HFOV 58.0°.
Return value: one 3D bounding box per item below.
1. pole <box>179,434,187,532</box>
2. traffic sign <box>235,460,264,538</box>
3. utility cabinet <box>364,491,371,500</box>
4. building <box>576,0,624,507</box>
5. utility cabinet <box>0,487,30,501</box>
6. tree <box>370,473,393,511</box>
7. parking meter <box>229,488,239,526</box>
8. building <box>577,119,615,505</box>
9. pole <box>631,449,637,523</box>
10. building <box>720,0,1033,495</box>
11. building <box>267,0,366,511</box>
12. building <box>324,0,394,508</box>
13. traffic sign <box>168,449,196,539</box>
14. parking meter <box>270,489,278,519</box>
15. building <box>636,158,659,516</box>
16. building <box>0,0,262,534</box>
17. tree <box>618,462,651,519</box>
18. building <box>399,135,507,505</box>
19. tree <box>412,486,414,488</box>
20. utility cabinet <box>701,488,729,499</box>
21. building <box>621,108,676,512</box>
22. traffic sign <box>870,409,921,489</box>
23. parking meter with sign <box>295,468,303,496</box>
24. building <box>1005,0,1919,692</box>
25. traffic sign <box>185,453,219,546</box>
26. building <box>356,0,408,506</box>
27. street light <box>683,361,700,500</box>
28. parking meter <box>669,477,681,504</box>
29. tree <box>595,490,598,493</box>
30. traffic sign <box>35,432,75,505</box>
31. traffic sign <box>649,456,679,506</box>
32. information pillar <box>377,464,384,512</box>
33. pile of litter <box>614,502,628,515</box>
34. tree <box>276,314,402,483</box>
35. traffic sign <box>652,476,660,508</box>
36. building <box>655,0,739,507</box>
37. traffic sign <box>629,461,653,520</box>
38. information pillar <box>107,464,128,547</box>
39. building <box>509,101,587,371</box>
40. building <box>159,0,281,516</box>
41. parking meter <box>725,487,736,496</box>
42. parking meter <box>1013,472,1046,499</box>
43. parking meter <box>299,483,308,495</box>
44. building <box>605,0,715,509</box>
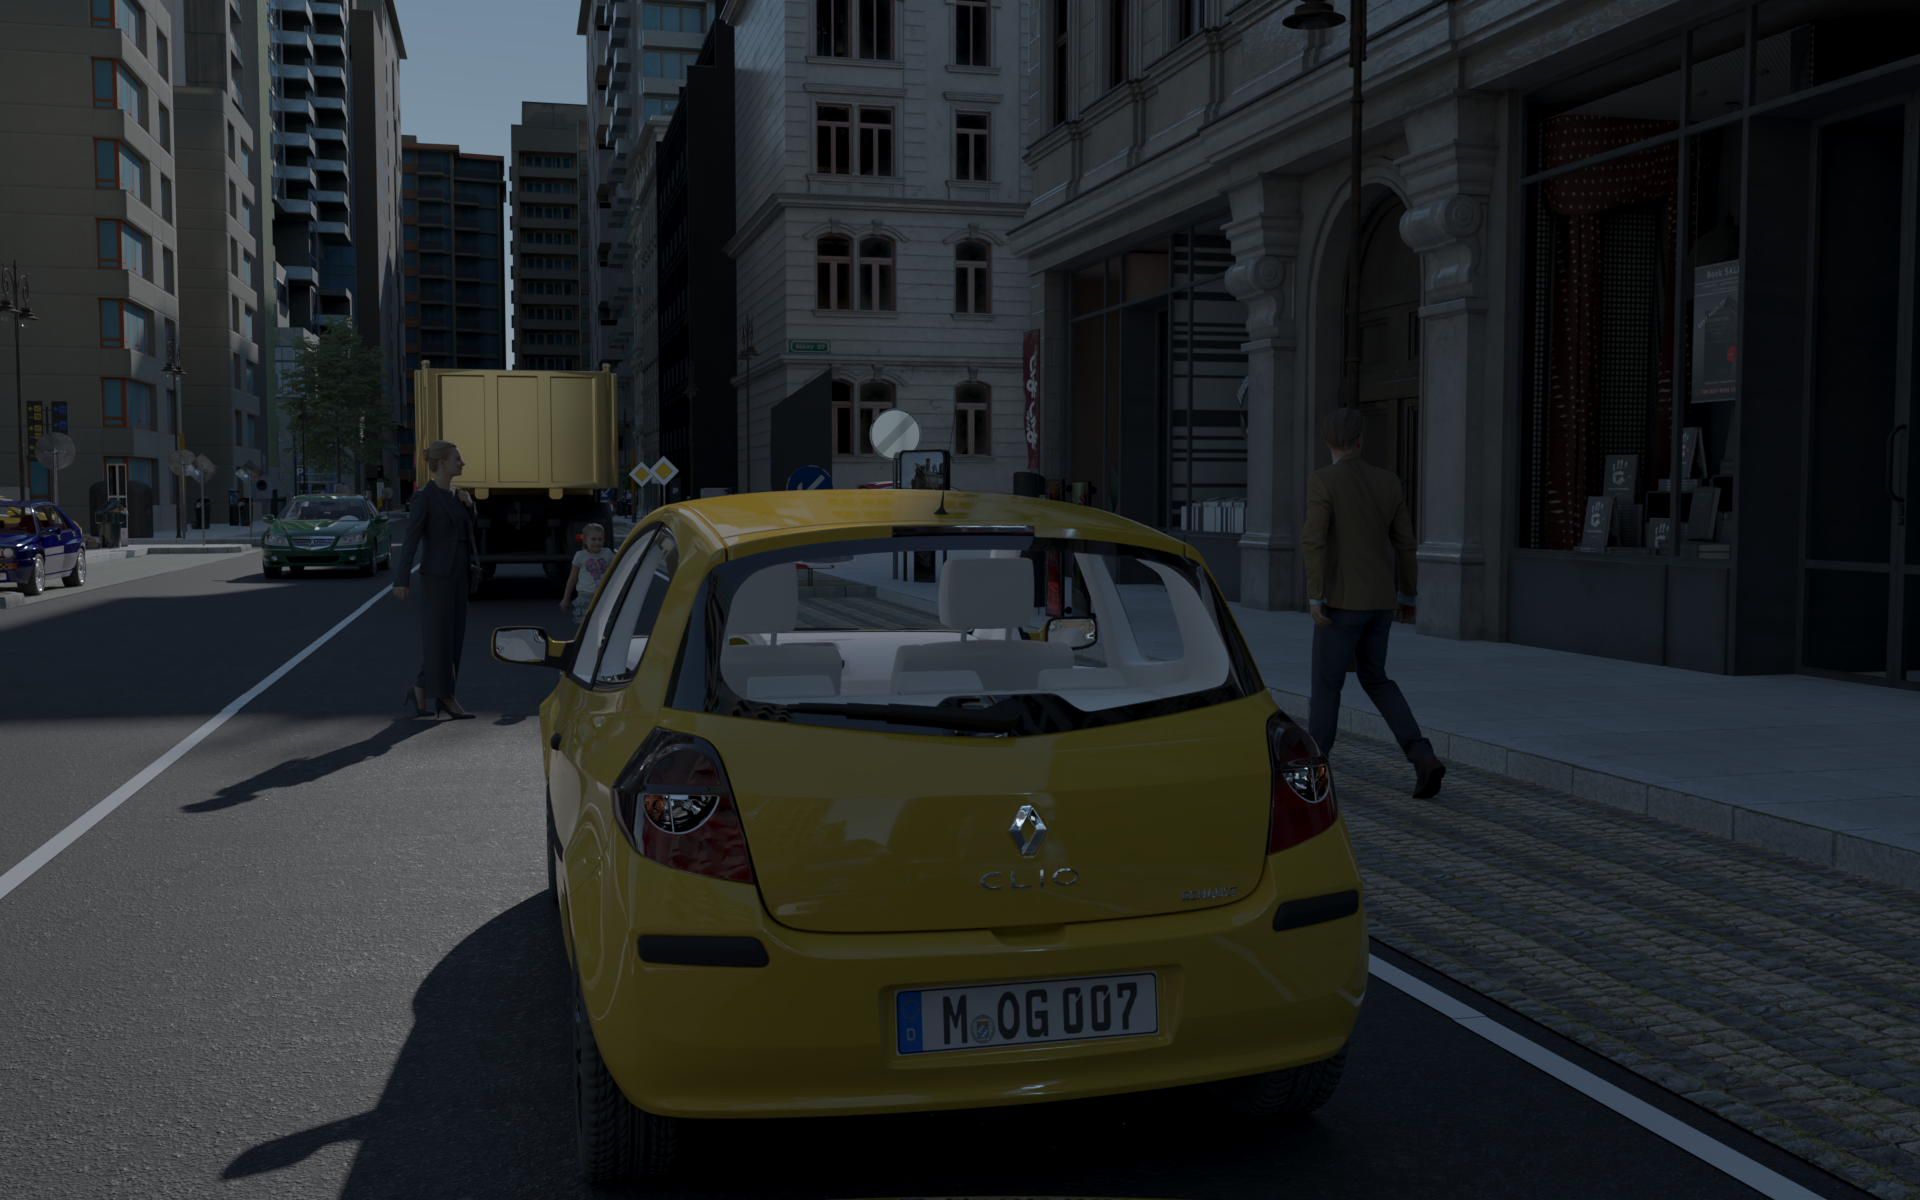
[{"bbox_3d":[-26.251,-3.955,58.513,0.158,3.312,0.155,0,3,0],"label":"pole"},{"bbox_3d":[-20.659,-2.861,50.416,0.795,2.450,0.064,-1,4,-14],"label":"traffic sign"},{"bbox_3d":[-41.079,-6.819,120.166,0.318,1.500,1.173,-1,4,-9],"label":"utility cabinet"},{"bbox_3d":[-23.163,-35.801,174.578,28.713,52.752,27.495,-1,4,-14],"label":"building"},{"bbox_3d":[-29.752,-2.784,54.197,1.173,1.500,0.318,0,4,1],"label":"utility cabinet"},{"bbox_3d":[-45.277,-8.621,135.553,1.663,3.219,1.824,0,3,0],"label":"tree"},{"bbox_3d":[-29.370,-3.771,70.062,0.372,1.533,0.369,0,3,0],"label":"parking meter"},{"bbox_3d":[-35.459,-31.200,193.706,14.154,41.232,14.086,-1,4,-14],"label":"building"},{"bbox_3d":[-14.638,-5.128,77.685,0.158,3.312,0.155,0,3,0],"label":"pole"},{"bbox_3d":[3.605,-16.887,63.491,23.554,28.519,14.401,-1,4,-14],"label":"building"},{"bbox_3d":[-57.815,-50.172,132.978,22.319,86.520,31.000,-1,4,-14],"label":"building"},{"bbox_3d":[-59.491,-31.009,157.100,14.600,45.320,14.200,-1,4,-14],"label":"building"},{"bbox_3d":[-22.124,-3.010,49.313,0.768,2.556,0.104,-1,4,-9],"label":"traffic sign"},{"bbox_3d":[-35.848,-5.020,90.486,0.372,1.533,0.369,0,3,0],"label":"parking meter"},{"bbox_3d":[-12.272,-15.093,95.929,9.793,20.994,18.267,-1,4,-14],"label":"building"},{"bbox_3d":[-43.377,-13.473,65.315,27.650,21.520,28.899,-1,4,-14],"label":"building"},{"bbox_3d":[-16.987,-5.873,90.628,1.663,3.219,1.824,0,3,0],"label":"tree"},{"bbox_3d":[-70.480,-34.166,213.231,28.867,44.769,22.147,-1,4,-14],"label":"building"},{"bbox_3d":[-57.336,-11.612,184.463,1.663,3.219,1.824,0,3,0],"label":"tree"},{"bbox_3d":[-8.938,-3.326,63.052,1.173,1.500,0.318,3,4,39],"label":"utility cabinet"},{"bbox_3d":[-15.014,-20.138,116.650,14.401,28.519,23.554,-1,4,-14],"label":"building"},{"bbox_3d":[-0.966,-1.579,25.918,0.768,2.556,0.104,0,4,-7],"label":"traffic sign"},{"bbox_3d":[-43.288,-7.182,113.681,0.543,3.016,1.738,-1,4,-21],"label":"parking meter with sign"},{"bbox_3d":[5.628,-10.756,26.770,10.553,20.767,40.483,-1,4,-14],"label":"building"},{"bbox_3d":[-18.661,-2.388,42.684,0.795,2.450,0.064,-1,4,-14],"label":"traffic sign"},{"bbox_3d":[-71.356,-35.971,177.358,27.495,52.752,28.713,-1,4,-14],"label":"building"},{"bbox_3d":[-9.307,-5.340,60.096,0.468,5.910,1.993,-1,4,-14],"label":"street light"},{"bbox_3d":[-9.891,-3.327,60.104,0.399,1.863,0.255,-1,4,-13],"label":"parking meter"},{"bbox_3d":[-29.166,-8.713,137.052,1.663,3.219,1.824,0,3,0],"label":"tree"},{"bbox_3d":[-18.601,-2.173,35.634,0.768,2.556,0.104,-1,4,-13],"label":"traffic sign"},{"bbox_3d":[-7.768,-2.558,45.467,0.795,2.450,0.064,-1,4,-14],"label":"traffic sign"},{"bbox_3d":[-41.056,-8.032,122.676,0.504,3.616,0.183,-3,5,-44],"label":"information pillar"},{"bbox_3d":[-20.622,-5.564,104.930,1.719,0.858,1.176,1,4,18],"label":"pile of litter"},{"bbox_3d":[-39.266,-11.691,109.268,7.486,12.596,7.792,0,3,0],"label":"tree"},{"bbox_3d":[-11.948,-4.079,68.821,0.606,2.300,0.079,-1,4,-13],"label":"traffic sign"},{"bbox_3d":[-7.021,-15.275,79.419,12.332,23.373,15.834,-1,4,-14],"label":"building"},{"bbox_3d":[-9.766,-3.031,53.199,0.795,2.450,0.064,-1,4,-14],"label":"traffic sign"},{"bbox_3d":[-20.450,-2.297,42.049,0.304,2.012,0.304,1,4,16],"label":"information pillar"},{"bbox_3d":[-45.661,-36.420,219.167,21.600,48.544,21.300,-1,4,-14],"label":"building"},{"bbox_3d":[-46.047,-25.156,94.895,14.154,41.232,14.086,-1,4,-14],"label":"building"},{"bbox_3d":[-7.883,-3.118,59.398,0.372,1.533,0.369,0,3,0],"label":"parking meter"},{"bbox_3d":[0.789,-0.691,19.708,0.372,1.533,0.369,0,3,0],"label":"parking meter"},{"bbox_3d":[-33.741,-5.098,89.062,0.255,1.863,0.399,2,4,26],"label":"parking meter"},{"bbox_3d":[-18.038,-32.204,146.143,23.786,49.044,30.456,-1,4,-14],"label":"building"}]
